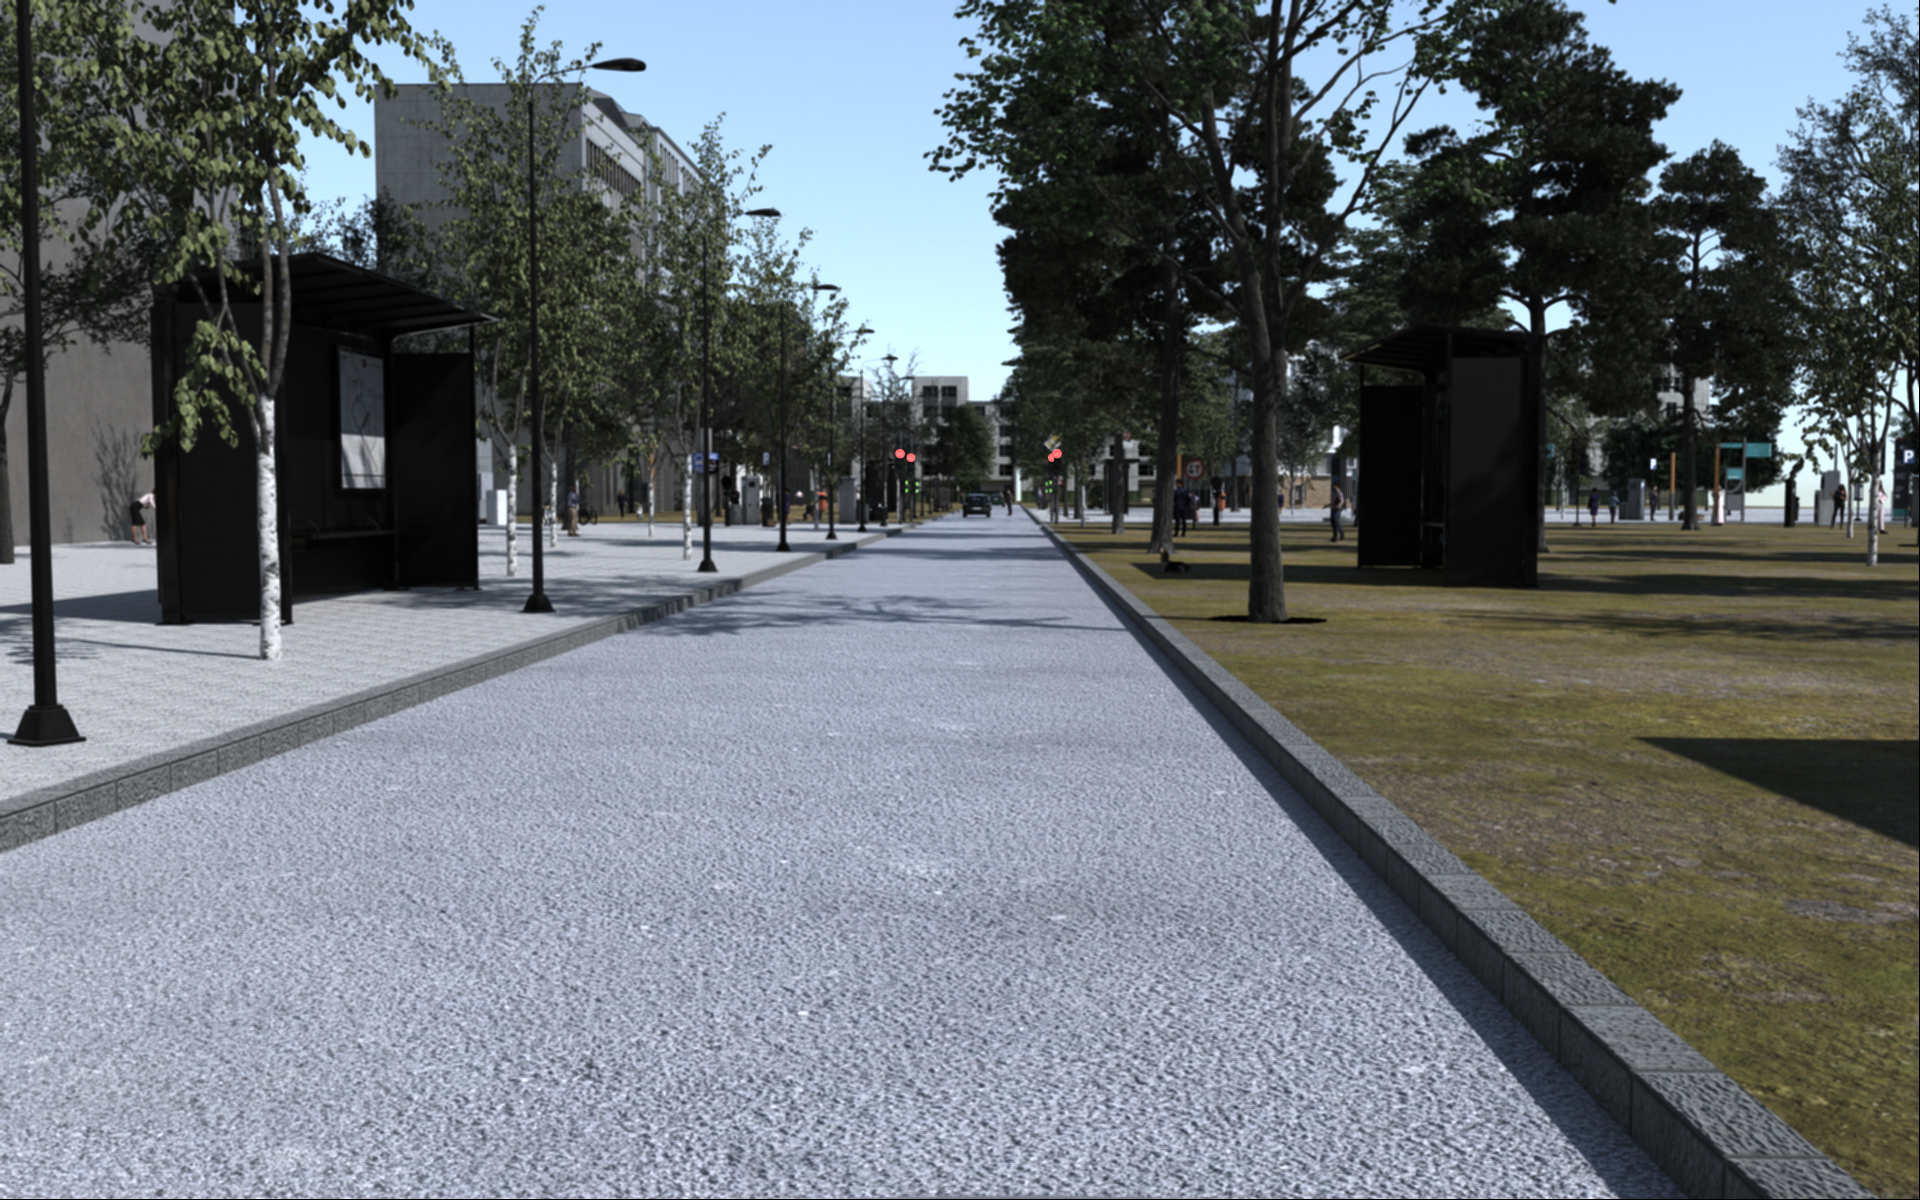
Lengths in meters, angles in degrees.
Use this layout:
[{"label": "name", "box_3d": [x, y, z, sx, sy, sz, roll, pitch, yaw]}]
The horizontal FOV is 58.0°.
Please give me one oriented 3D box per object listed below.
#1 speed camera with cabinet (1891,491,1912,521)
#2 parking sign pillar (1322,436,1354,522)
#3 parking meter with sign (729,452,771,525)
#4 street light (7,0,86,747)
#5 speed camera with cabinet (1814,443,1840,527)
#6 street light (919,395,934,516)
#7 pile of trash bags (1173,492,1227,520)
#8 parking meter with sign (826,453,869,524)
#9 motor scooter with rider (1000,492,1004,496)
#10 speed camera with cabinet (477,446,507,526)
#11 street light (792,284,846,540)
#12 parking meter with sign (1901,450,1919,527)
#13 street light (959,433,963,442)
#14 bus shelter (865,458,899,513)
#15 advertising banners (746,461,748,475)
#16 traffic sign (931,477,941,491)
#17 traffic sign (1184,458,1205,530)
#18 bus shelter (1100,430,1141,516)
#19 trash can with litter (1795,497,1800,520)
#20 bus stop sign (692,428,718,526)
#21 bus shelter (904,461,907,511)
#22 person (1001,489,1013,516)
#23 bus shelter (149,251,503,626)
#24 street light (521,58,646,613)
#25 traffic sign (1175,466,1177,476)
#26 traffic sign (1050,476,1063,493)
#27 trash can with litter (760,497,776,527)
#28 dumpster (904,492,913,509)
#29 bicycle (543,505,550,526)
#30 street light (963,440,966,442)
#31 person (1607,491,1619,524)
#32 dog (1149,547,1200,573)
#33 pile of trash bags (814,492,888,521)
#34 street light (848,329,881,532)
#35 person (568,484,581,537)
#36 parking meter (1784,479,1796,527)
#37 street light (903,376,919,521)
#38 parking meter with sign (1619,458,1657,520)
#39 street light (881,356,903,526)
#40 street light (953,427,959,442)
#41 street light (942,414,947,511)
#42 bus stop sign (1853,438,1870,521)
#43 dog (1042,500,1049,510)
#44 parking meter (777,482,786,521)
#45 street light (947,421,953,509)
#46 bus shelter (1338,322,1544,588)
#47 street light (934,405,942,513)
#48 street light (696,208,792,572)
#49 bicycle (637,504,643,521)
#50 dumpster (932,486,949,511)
[{"label": "speed camera with cabinet", "box_3d": [45.388, -5.375, 82.221, 2.038, 3.252, 0.660, 0, 4, -1]}, {"label": "parking sign pillar", "box_3d": [17.634, -5.635, 80.609, 1.447, 3.967, 1.447, 2, 4, 26]}, {"label": "parking meter with sign", "box_3d": [-8.651, -4.595, 71.392, 1.738, 3.016, 0.543, -3, 4, -38]}, {"label": "street light", "box_3d": [-4.177, -2.214, 8.748, 1.470, 5.913, 1.316, 0, 4, 2]}, {"label": "speed camera with cabinet", "box_3d": [34.217, -4.527, 68.354, 0.660, 3.252, 2.038, 1, 4, 18]}, {"label": "street light", "box_3d": [-2.121, -6.640, 81.107, 1.470, 5.913, 1.316, 0, 4, 2]}, {"label": "pile of trash bags", "box_3d": [11.521, -4.658, 85.918, 3.447, 1.369, 1.912, 1, 4, 22]}, {"label": "parking meter with sign", "box_3d": [-4.743, -4.714, 73.330, 1.738, 3.016, 0.543, 1, 4, 10]}, {"label": "motor scooter with rider", "box_3d": [5.419, -13.360, 227.407, 0.876, 1.779, 1.986, 0, 4, 4]}, {"label": "speed camera with cabinet", "box_3d": [-19.223, -4.692, 71.044, 0.660, 3.252, 2.038, -3, 5, -42]}, {"label": "street light", "box_3d": [-3.407, -4.036, 38.528, 1.470, 5.913, 1.316, 0, 4, 2]}, {"label": "parking meter with sign", "box_3d": [37.284, -4.332, 67.082, 0.543, 3.016, 1.738, -1, 4, -11]}, {"label": "street light", "box_3d": [-0.706, -9.648, 130.284, 1.470, 5.913, 1.316, 0, 4, 2]}, {"label": "bus shelter", "box_3d": [-5.247, -7.618, 115.837, 1.731, 3.624, 6.357, 0, 4, 2]}, {"label": "advertising banners", "box_3d": [-10.407, -5.440, 85.124, 0.090, 3.025, 2.074, -1, 4, -10]}, {"label": "traffic sign", "box_3d": [-1.813, -7.913, 129.485, 0.768, 2.556, 0.104, 0, 4, 5]}, {"label": "traffic sign", "box_3d": [8.369, -3.779, 61.893, 0.768, 2.556, 0.104, 0, 4, 7]}, {"label": "bus shelter", "box_3d": [9.782, -7.906, 106.900, 2.179, 5.291, 8.768, 0, 4, 2]}, {"label": "trash can with litter", "box_3d": [40.140, -4.422, 83.691, 0.624, 1.170, 1.055, 1, 4, 10]}, {"label": "bus stop sign", "box_3d": [-10.196, -4.897, 69.090, 0.837, 3.901, 0.837, 1, 4, 19]}, {"label": "bus shelter", "box_3d": [-4.668, -8.292, 126.863, 1.731, 3.624, 6.357, 0, 4, 1]}, {"label": "person", "box_3d": [3.091, -6.447, 114.446, 0.750, 1.759, 0.617, -1, 4, -11]}, {"label": "bus shelter", "box_3d": [-6.990, -1.753, 19.937, 1.731, 3.624, 6.357, 0, 4, 2]}, {"label": "street light", "box_3d": [-4.045, -2.819, 18.638, 1.470, 5.913, 1.316, 0, 4, 2]}, {"label": "traffic sign", "box_3d": [7.866, -4.027, 65.947, 0.768, 2.556, 0.104, 0, 4, 8]}, {"label": "traffic sign", "box_3d": [5.677, -6.269, 102.499, 0.884, 2.594, 0.081, 1, 4, 9]}, {"label": "trash can with litter", "box_3d": [-7.405, -3.440, 67.628, 0.624, 1.170, 1.055, -2, 4, -24]}, {"label": "dumpster", "box_3d": [-3.805, -7.074, 121.422, 1.264, 1.857, 1.865, 0, 4, 1]}, {"label": "bicycle", "box_3d": [-16.543, -3.433, 69.351, 0.635, 0.972, 1.543, -1, 4, -23]}, {"label": "street light", "box_3d": [-0.469, -10.262, 140.319, 1.470, 5.913, 1.316, 0, 4, 2]}, {"label": "person", "box_3d": [29.200, -4.083, 77.463, 0.429, 1.552, 0.499, 0, 4, -2]}, {"label": "dog", "box_3d": [3.513, -0.648, 28.333, 0.748, 0.427, 0.550, 2, 4, 33]}, {"label": "pile of trash bags", "box_3d": [-5.151, -4.404, 81.754, 3.447, 1.369, 1.912, -1, 4, -11]}, {"label": "street light", "box_3d": [-3.094, -4.667, 48.846, 1.470, 5.913, 1.316, 0, 4, 2]}, {"label": "person", "box_3d": [-11.700, -2.712, 52.450, 0.319, 1.574, 0.516, -2, 4, -29]}, {"label": "parking meter", "box_3d": [31.928, -3.724, 66.604, 0.399, 1.863, 0.255, -3, 5, -40]}, {"label": "street light", "box_3d": [-2.486, -5.867, 68.474, 1.470, 5.913, 1.316, 0, 4, 2]}, {"label": "parking meter with sign", "box_3d": [33.352, -5.450, 85.372, 0.543, 3.016, 1.738, -3, 4, -36]}, {"label": "street light", "box_3d": [-2.777, -5.261, 58.552, 1.470, 5.913, 1.316, 0, 4, 2]}, {"label": "street light", "box_3d": [-1.005, -9.048, 120.482, 1.470, 5.913, 1.316, 0, 4, 2]}, {"label": "street light", "box_3d": [-1.650, -7.828, 100.524, 1.470, 5.913, 1.316, 0, 4, 2]}, {"label": "bus stop sign", "box_3d": [42.797, -5.712, 82.095, 0.416, 3.939, 0.855, -1, 4, -20]}, {"label": "dog", "box_3d": [6.975, -7.837, 142.513, 0.513, 0.831, 0.800, -2, 4, -28]}, {"label": "parking meter", "box_3d": [-8.466, -4.689, 82.372, 0.399, 1.863, 0.255, 1, 4, 14]}, {"label": "street light", "box_3d": [-1.363, -8.455, 110.778, 1.470, 5.913, 1.316, 0, 4, 2]}, {"label": "bus shelter", "box_3d": [7.258, -2.169, 26.745, 1.731, 3.624, 6.357, 0, 4, 2]}, {"label": "street light", "box_3d": [-1.856, -7.234, 90.814, 1.470, 5.913, 1.316, 0, 4, 2]}, {"label": "street light", "box_3d": [-3.623, -3.413, 28.341, 1.470, 5.913, 1.316, 0, 4, 2]}, {"label": "bicycle", "box_3d": [-15.531, -4.334, 84.075, 0.635, 0.972, 1.543, 0, 4, -1]}, {"label": "dumpster", "box_3d": [-1.435, -7.491, 128.238, 1.264, 1.857, 1.865, 0, 4, 2]}]
